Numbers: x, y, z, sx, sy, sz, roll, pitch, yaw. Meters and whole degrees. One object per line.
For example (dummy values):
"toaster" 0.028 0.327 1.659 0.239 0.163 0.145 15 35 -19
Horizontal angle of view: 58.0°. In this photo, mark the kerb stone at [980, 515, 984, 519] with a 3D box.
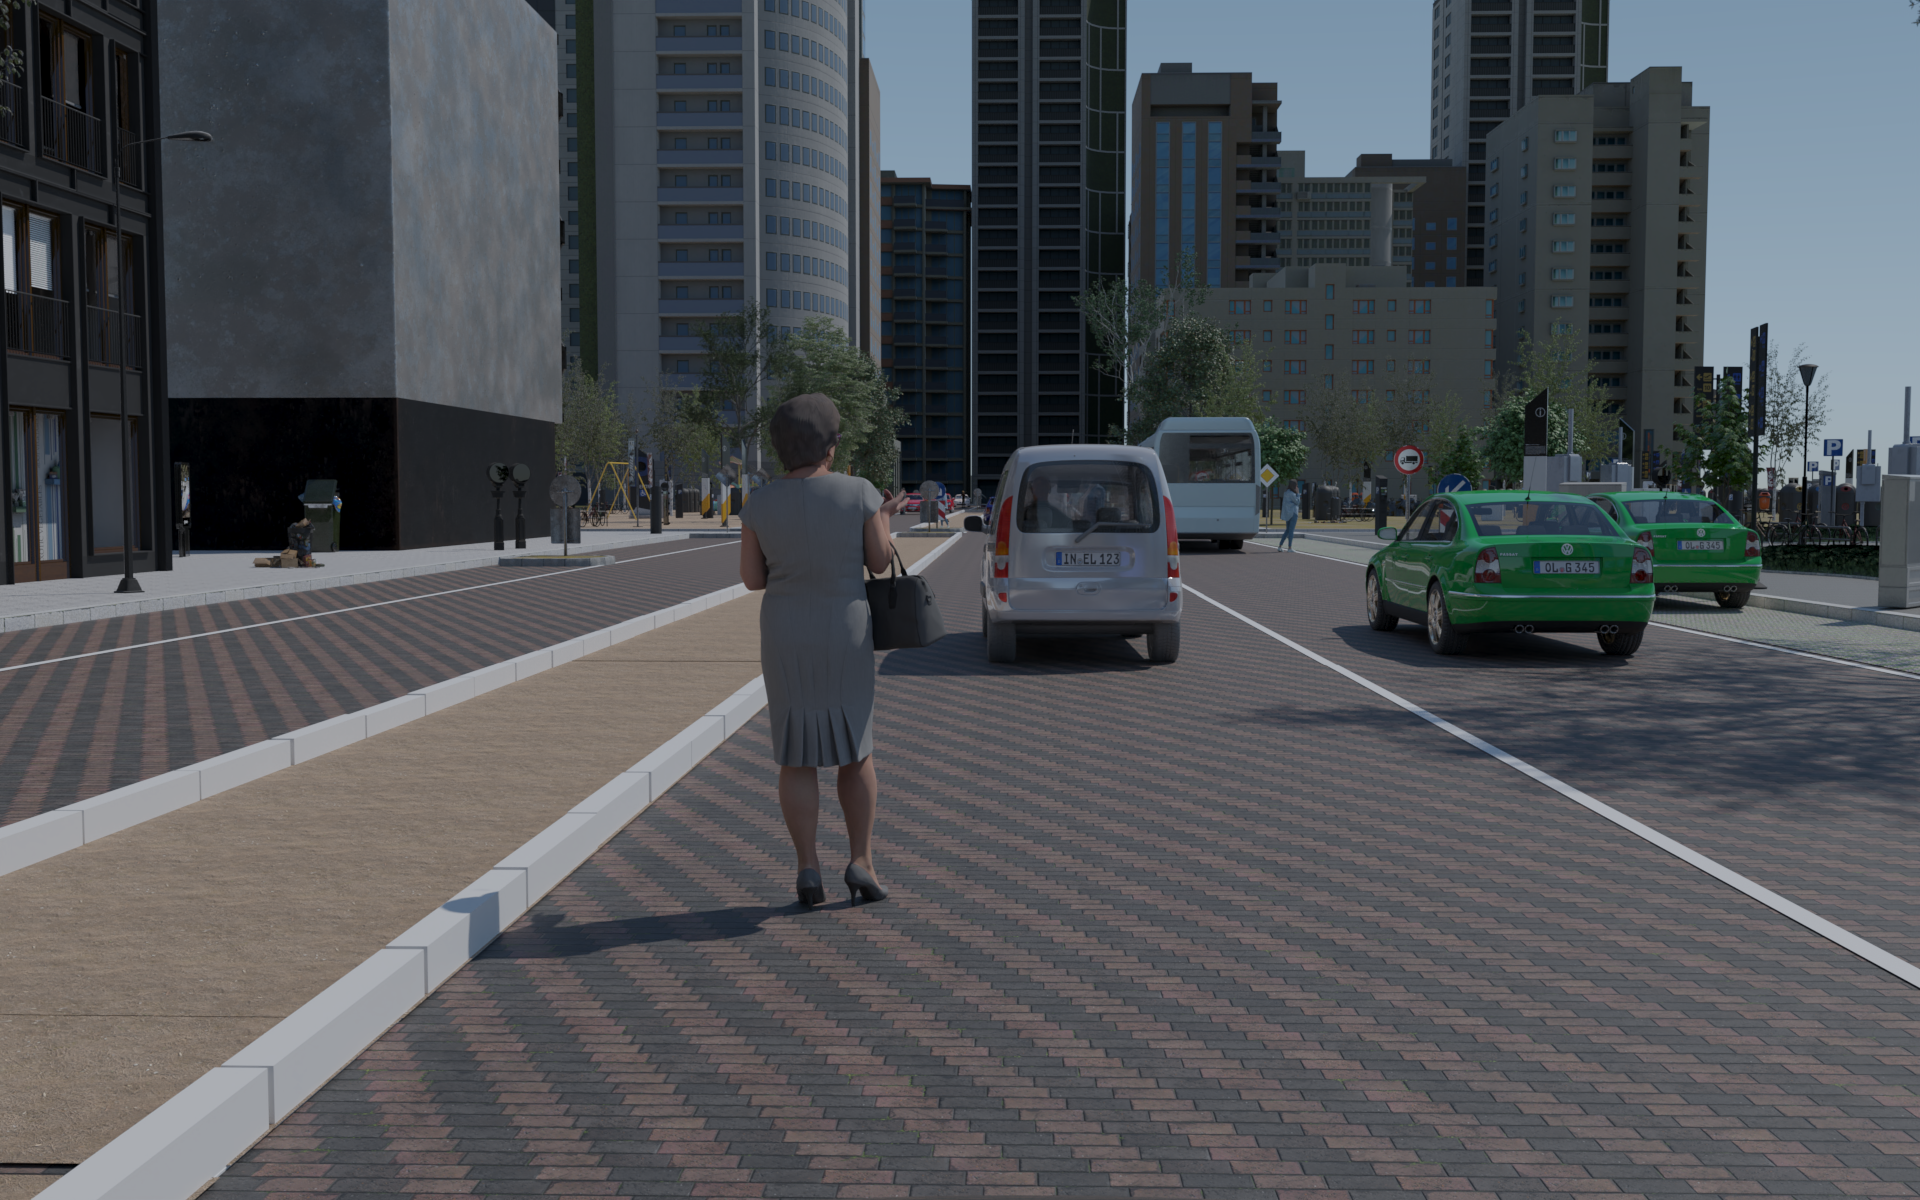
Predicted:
"kerb stone" 1.500 -5.275 108.459 0.120 0.150 1.000 0 4 2

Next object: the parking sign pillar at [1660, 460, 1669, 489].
"parking sign pillar" 55.058 -9.028 136.077 1.447 3.967 1.447 -2 4 -24

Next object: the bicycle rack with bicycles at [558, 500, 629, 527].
"bicycle rack with bicycles" -14.940 -3.349 68.136 2.852 0.926 2.925 2 4 27

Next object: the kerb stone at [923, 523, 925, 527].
"kerb stone" -1.671 -3.084 72.616 0.120 0.150 1.000 0 4 2

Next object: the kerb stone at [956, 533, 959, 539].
"kerb stone" -0.167 -1.856 52.559 0.120 0.150 1.000 0 4 2

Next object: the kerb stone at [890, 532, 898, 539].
"kerb stone" -2.146 -2.112 56.734 0.120 0.150 1.000 0 4 2

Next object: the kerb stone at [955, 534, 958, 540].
"kerb stone" -0.199 -1.795 51.538 0.120 0.150 1.000 0 4 2

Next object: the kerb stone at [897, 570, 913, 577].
"kerb stone" -0.892 -0.352 27.967 0.120 0.150 1.000 0 4 2

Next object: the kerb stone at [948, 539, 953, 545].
"kerb stone" -0.344 -1.476 46.423 0.120 0.150 1.000 0 4 2

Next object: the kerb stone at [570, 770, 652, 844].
"kerb stone" -1.508 0.900 7.480 0.120 0.150 1.000 0 4 2

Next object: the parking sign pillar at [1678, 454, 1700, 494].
"parking sign pillar" 45.935 -7.379 109.126 1.447 3.967 1.447 -3 5 -43

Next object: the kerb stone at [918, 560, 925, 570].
"kerb stone" -0.776 -0.603 32.061 0.120 0.150 1.000 0 4 2

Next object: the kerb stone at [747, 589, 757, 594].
"kerb stone" -3.087 -0.167 24.968 0.120 0.150 1.000 0 4 2

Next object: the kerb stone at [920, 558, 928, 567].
"kerb stone" -0.744 -0.666 33.090 0.120 0.150 1.000 0 4 2

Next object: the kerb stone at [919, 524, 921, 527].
"kerb stone" -1.765 -2.896 69.542 0.120 0.150 1.000 0 4 2

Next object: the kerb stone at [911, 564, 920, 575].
"kerb stone" -0.832 -0.478 30.017 0.120 0.150 1.000 0 4 2

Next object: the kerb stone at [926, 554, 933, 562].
"kerb stone" -0.683 -0.791 35.147 0.120 0.150 1.000 0 4 2

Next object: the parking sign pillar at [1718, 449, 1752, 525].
"parking sign pillar" 32.544 -5.143 72.567 1.447 3.967 1.447 -1 4 -12

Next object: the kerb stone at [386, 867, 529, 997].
"kerb stone" -1.560 1.029 5.431 0.120 0.150 1.000 0 4 2

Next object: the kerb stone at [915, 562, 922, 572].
"kerb stone" -0.803 -0.541 31.038 0.120 0.150 1.000 0 4 2

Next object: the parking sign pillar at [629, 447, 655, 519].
"parking sign pillar" -16.591 -6.235 90.413 1.447 3.967 1.447 -1 4 -19

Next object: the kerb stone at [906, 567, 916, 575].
"kerb stone" -0.864 -0.415 28.988 0.120 0.150 1.000 0 4 2

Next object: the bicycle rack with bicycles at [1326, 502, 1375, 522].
"bicycle rack with bicycles" 18.545 -4.143 81.125 2.925 0.926 2.852 0 4 -8

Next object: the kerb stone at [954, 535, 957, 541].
"kerb stone" -0.225 -1.732 50.516 0.120 0.150 1.000 0 4 2

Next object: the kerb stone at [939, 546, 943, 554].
"kerb stone" -0.525 -1.106 40.274 0.120 0.150 1.000 0 4 2

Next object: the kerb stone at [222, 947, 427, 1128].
"kerb stone" -1.593 1.094 4.410 0.120 0.150 1.000 0 4 2

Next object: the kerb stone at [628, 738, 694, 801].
"kerb stone" -1.471 0.837 8.506 0.120 0.150 1.000 0 4 2

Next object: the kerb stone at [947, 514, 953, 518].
"kerb stone" -0.636 -5.214 107.490 0.120 0.150 1.000 0 4 2

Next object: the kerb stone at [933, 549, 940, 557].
"kerb stone" -0.586 -0.980 38.222 0.120 0.150 1.000 0 4 2

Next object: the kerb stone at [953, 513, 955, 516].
"kerb stone" -0.581 -5.342 109.534 0.120 0.150 1.000 0 4 2

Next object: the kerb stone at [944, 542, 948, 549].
"kerb stone" -0.435 -1.294 43.345 0.120 0.150 1.000 0 4 2

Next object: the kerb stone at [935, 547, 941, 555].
"kerb stone" -0.563 -1.043 39.244 0.120 0.150 1.000 0 4 2

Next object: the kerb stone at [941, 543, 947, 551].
"kerb stone" -0.467 -1.231 42.324 0.120 0.150 1.000 0 4 2

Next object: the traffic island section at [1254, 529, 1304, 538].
"traffic island section" 10.121 -2.129 57.082 2.009 0.180 2.903 0 4 2

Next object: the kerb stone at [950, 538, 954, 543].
"kerb stone" -0.312 -1.543 47.444 0.120 0.150 1.000 0 4 2

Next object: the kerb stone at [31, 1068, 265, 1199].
"kerb stone" -1.624 1.152 3.382 0.120 0.150 1.000 0 4 2

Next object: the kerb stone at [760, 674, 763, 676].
"kerb stone" -1.346 0.591 12.604 0.120 0.150 1.000 0 4 2

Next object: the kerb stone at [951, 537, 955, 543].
"kerb stone" -0.291 -1.607 48.466 0.120 0.150 1.000 0 4 2

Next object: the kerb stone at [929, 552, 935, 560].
"kerb stone" -0.654 -0.855 36.169 0.120 0.150 1.000 0 4 2

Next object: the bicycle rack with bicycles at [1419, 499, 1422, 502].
"bicycle rack with bicycles" 34.800 -7.243 131.803 2.852 0.926 2.925 1 4 19

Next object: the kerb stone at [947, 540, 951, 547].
"kerb stone" -0.375 -1.414 45.398 0.120 0.150 1.000 0 4 2

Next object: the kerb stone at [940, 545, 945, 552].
"kerb stone" -0.505 -1.168 41.297 0.120 0.150 1.000 0 4 2

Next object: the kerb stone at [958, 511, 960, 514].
"kerb stone" -0.273 -5.968 119.774 0.120 0.150 1.000 0 4 2

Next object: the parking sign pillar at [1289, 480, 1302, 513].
"parking sign pillar" 22.809 -7.972 118.818 1.447 3.967 1.447 0 4 6

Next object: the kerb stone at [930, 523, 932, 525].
"kerb stone" -1.486 -3.456 78.772 0.120 0.150 1.000 0 4 2

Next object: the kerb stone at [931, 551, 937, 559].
"kerb stone" -0.625 -0.912 37.195 0.120 0.150 1.000 0 4 2

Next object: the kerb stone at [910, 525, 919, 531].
"kerb stone" -1.797 -2.828 68.515 0.120 0.150 1.000 0 4 2

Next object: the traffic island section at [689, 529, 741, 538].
"traffic island section" -7.762 -2.161 57.616 2.009 0.180 2.903 0 4 2

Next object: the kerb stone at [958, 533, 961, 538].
"kerb stone" -0.127 -1.915 53.580 0.120 0.150 1.000 0 4 2

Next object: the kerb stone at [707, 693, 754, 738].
"kerb stone" -1.407 0.712 10.554 0.120 0.150 1.000 0 4 2

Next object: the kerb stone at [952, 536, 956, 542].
"kerb stone" -0.261 -1.670 49.492 0.120 0.150 1.000 0 4 2

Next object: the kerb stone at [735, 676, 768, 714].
"kerb stone" -1.381 0.649 11.577 0.120 0.150 1.000 0 4 2

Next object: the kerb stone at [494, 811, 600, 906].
"kerb stone" -1.531 0.963 6.458 0.120 0.150 1.000 0 4 2

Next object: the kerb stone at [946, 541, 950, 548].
"kerb stone" -0.405 -1.355 44.375 0.120 0.150 1.000 0 4 2

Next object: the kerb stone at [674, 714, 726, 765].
"kerb stone" -1.444 0.779 9.532 0.120 0.150 1.000 0 4 2

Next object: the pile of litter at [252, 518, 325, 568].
"pile of litter" -11.825 -1.009 30.462 1.176 0.858 1.719 -2 4 -26

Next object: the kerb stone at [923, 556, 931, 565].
"kerb stone" -0.711 -0.729 34.123 0.120 0.150 1.000 0 4 2
